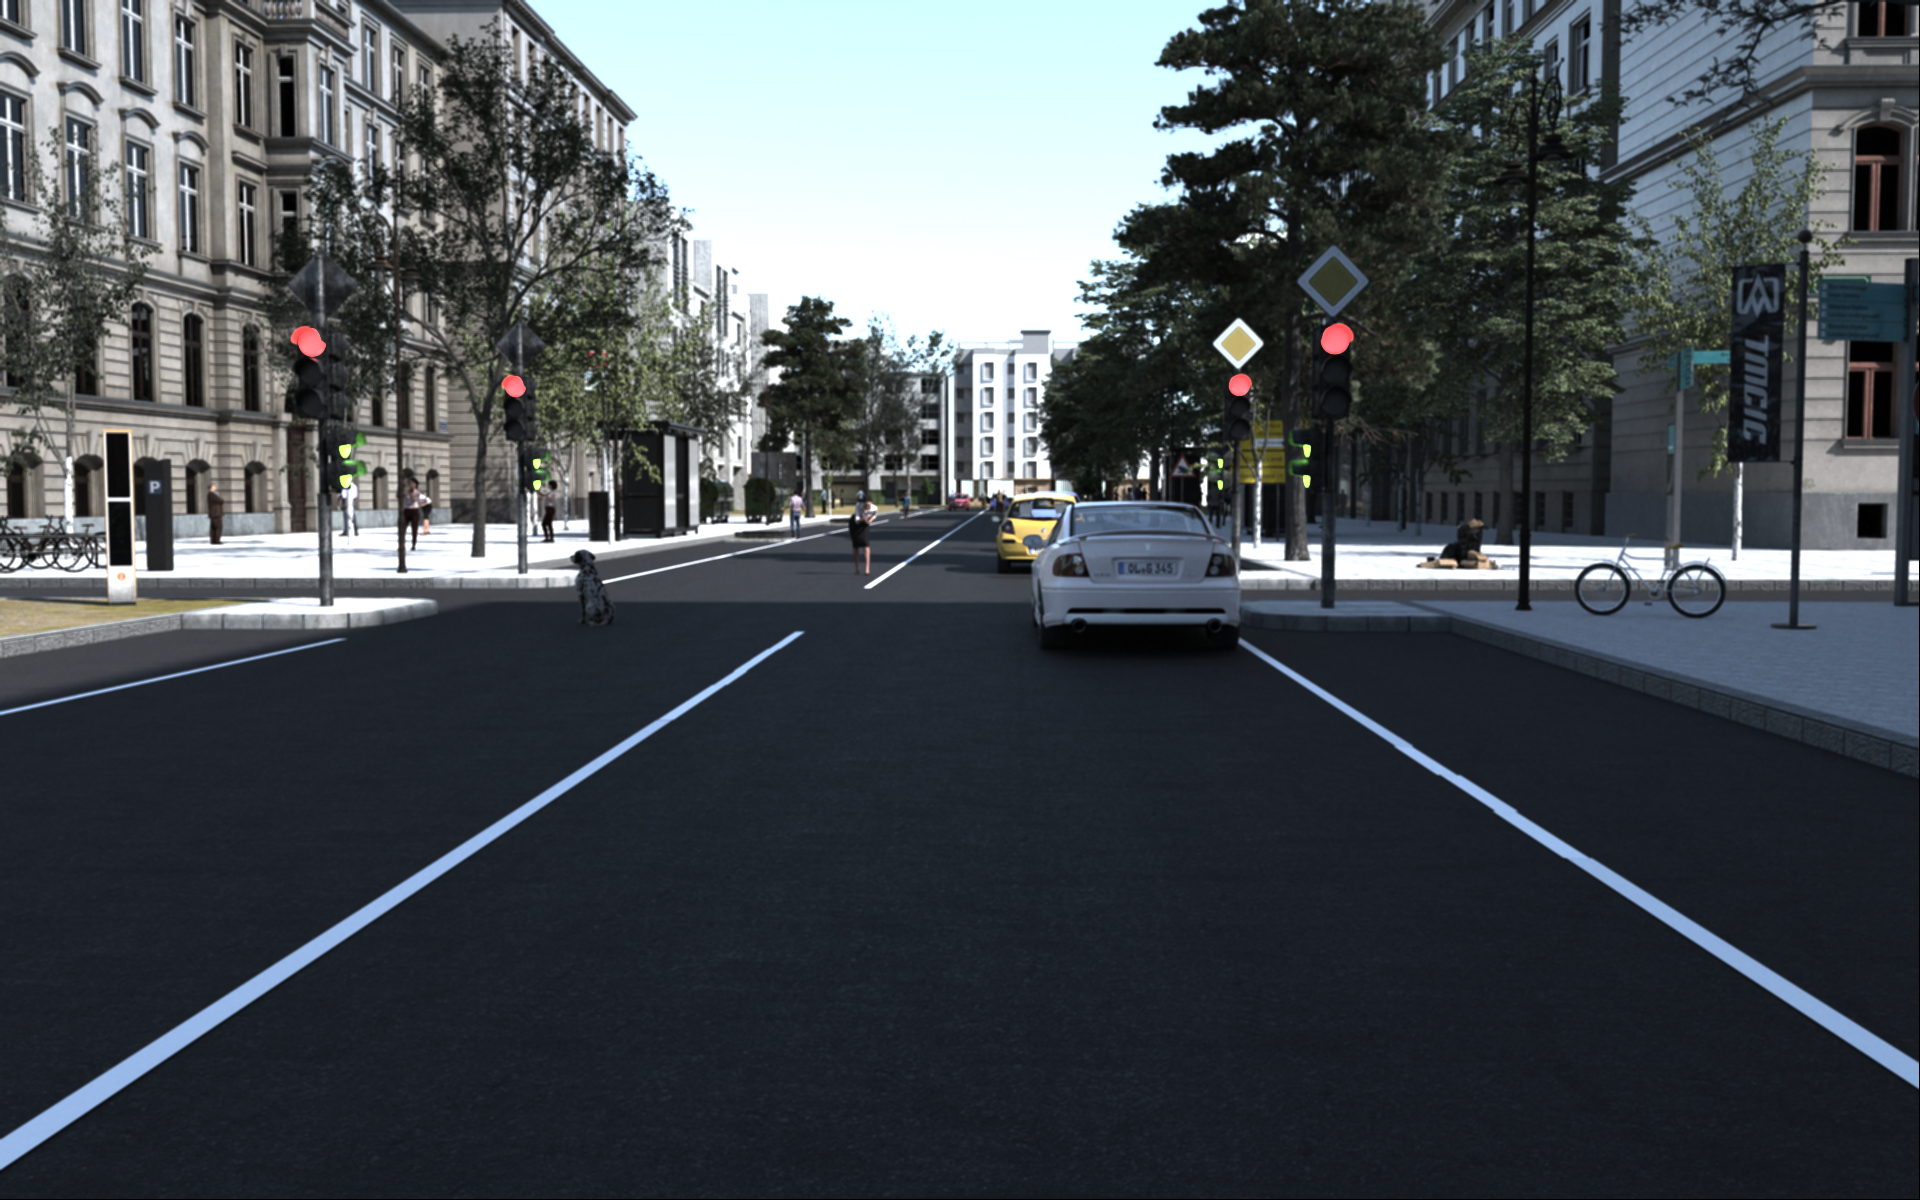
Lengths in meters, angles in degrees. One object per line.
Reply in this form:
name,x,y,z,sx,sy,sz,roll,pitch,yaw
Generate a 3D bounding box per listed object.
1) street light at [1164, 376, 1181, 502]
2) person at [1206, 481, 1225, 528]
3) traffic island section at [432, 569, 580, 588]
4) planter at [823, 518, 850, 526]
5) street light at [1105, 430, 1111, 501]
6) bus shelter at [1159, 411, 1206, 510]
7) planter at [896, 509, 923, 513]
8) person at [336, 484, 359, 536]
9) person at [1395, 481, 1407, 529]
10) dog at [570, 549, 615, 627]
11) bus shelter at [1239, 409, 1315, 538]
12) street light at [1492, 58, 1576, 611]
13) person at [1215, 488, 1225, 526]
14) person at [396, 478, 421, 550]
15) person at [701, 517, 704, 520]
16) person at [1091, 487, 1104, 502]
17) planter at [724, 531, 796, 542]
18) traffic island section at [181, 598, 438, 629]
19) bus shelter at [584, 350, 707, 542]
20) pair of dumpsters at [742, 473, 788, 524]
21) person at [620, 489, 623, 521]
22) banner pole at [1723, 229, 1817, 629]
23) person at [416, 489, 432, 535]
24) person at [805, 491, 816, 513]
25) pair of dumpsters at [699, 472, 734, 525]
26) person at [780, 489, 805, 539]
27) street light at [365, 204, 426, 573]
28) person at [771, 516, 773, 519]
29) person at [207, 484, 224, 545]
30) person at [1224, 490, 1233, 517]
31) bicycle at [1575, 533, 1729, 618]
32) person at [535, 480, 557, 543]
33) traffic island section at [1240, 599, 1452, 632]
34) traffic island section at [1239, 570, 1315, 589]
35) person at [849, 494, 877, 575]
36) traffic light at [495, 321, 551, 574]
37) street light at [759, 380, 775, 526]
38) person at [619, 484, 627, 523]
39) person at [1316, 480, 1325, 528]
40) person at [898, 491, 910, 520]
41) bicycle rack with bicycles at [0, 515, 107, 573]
street light,7.331,-5.323,59.821,0.468,5.910,1.993,0,4,2
person,9.587,-3.569,64.922,0.617,1.759,0.750,1,4,22
traffic island section,-7.042,-0.339,27.830,2.009,0.180,2.903,0,4,2
planter,-5.223,-3.586,79.766,1.991,0.319,1.994,0,4,2
street light,8.590,-7.903,101.999,0.468,5.910,1.993,0,4,2
bus shelter,10.443,-6.311,80.810,2.179,5.291,8.768,0,4,2
planter,-3.775,-6.632,129.578,1.991,0.319,1.994,0,4,2
person,-18.598,-2.848,52.483,0.599,1.838,0.709,2,4,29
person,16.117,-3.466,63.271,0.434,1.755,0.990,0,4,7
dog,-4.060,-0.136,19.058,0.513,0.831,0.800,0,4,-7
bus shelter,9.838,-4.719,54.782,2.179,5.291,8.768,0,4,1
street light,6.233,-2.825,18.977,0.468,5.910,1.993,0,4,2
person,10.633,-3.830,70.723,0.516,1.574,0.319,-2,4,-31
person,-12.521,-1.948,39.346,0.566,1.644,0.517,-3,5,-41
person,-12.489,-4.654,84.355,0.499,1.552,0.429,1,4,15
person,5.521,-3.693,69.698,0.431,1.722,0.655,3,5,41
planter,-6.012,-1.915,52.455,1.991,0.319,1.994,0,4,2
traffic island section,-7.273,0.149,19.848,2.009,0.180,2.903,0,4,2
bus shelter,-9.294,-4.482,50.911,2.179,5.291,8.768,0,4,2
pair of dumpsters,-8.645,-4.537,76.673,1.574,2.255,4.436,0,4,2
person,-16.218,-4.650,82.777,0.504,1.737,0.576,2,4,29
banner pole,7.799,-1.627,16.619,0.863,3.779,0.401,2,4,31
person,-16.702,-2.717,53.652,0.628,1.438,0.799,0,4,-6
person,-8.256,-5.298,95.037,0.453,1.535,0.546,3,4,37
pair of dumpsters,-10.852,-4.419,74.745,1.574,2.255,4.436,0,4,1
person,-5.286,-2.763,55.632,0.963,1.587,0.435,-3,5,-41
street light,-9.075,-3.377,27.998,0.468,5.910,1.993,0,4,2
person,-8.908,-4.506,81.920,0.569,1.553,0.471,2,4,24
person,-18.875,-2.179,43.940,0.388,1.546,0.482,-2,4,-32
person,15.156,-5.558,97.742,0.655,1.722,0.431,2,4,23
bicycle,7.243,-0.298,18.100,1.543,0.972,0.635,2,4,27
person,-10.933,-2.338,45.735,0.566,1.644,0.517,2,4,28
traffic island section,4.164,0.169,19.514,2.009,0.180,2.903,0,4,2
traffic island section,4.394,-0.319,27.496,2.009,0.180,2.903,0,4,2
person,-1.716,-1.159,30.631,0.799,1.438,0.628,3,5,41
traffic light,-7.002,-2.352,27.695,0.839,4.213,0.868,0,4,2
street light,-7.824,-5.959,70.225,0.468,5.910,1.993,0,4,2
person,-14.988,-4.270,76.550,0.565,1.739,0.600,3,5,43
person,13.741,-3.634,65.328,0.599,1.838,0.709,-2,4,-31
person,-3.022,-5.168,94.872,0.647,1.594,0.662,-2,4,-34
bicycle rack with bicycles,-15.383,-0.936,28.681,2.925,0.926,2.852,-2,4,-31
